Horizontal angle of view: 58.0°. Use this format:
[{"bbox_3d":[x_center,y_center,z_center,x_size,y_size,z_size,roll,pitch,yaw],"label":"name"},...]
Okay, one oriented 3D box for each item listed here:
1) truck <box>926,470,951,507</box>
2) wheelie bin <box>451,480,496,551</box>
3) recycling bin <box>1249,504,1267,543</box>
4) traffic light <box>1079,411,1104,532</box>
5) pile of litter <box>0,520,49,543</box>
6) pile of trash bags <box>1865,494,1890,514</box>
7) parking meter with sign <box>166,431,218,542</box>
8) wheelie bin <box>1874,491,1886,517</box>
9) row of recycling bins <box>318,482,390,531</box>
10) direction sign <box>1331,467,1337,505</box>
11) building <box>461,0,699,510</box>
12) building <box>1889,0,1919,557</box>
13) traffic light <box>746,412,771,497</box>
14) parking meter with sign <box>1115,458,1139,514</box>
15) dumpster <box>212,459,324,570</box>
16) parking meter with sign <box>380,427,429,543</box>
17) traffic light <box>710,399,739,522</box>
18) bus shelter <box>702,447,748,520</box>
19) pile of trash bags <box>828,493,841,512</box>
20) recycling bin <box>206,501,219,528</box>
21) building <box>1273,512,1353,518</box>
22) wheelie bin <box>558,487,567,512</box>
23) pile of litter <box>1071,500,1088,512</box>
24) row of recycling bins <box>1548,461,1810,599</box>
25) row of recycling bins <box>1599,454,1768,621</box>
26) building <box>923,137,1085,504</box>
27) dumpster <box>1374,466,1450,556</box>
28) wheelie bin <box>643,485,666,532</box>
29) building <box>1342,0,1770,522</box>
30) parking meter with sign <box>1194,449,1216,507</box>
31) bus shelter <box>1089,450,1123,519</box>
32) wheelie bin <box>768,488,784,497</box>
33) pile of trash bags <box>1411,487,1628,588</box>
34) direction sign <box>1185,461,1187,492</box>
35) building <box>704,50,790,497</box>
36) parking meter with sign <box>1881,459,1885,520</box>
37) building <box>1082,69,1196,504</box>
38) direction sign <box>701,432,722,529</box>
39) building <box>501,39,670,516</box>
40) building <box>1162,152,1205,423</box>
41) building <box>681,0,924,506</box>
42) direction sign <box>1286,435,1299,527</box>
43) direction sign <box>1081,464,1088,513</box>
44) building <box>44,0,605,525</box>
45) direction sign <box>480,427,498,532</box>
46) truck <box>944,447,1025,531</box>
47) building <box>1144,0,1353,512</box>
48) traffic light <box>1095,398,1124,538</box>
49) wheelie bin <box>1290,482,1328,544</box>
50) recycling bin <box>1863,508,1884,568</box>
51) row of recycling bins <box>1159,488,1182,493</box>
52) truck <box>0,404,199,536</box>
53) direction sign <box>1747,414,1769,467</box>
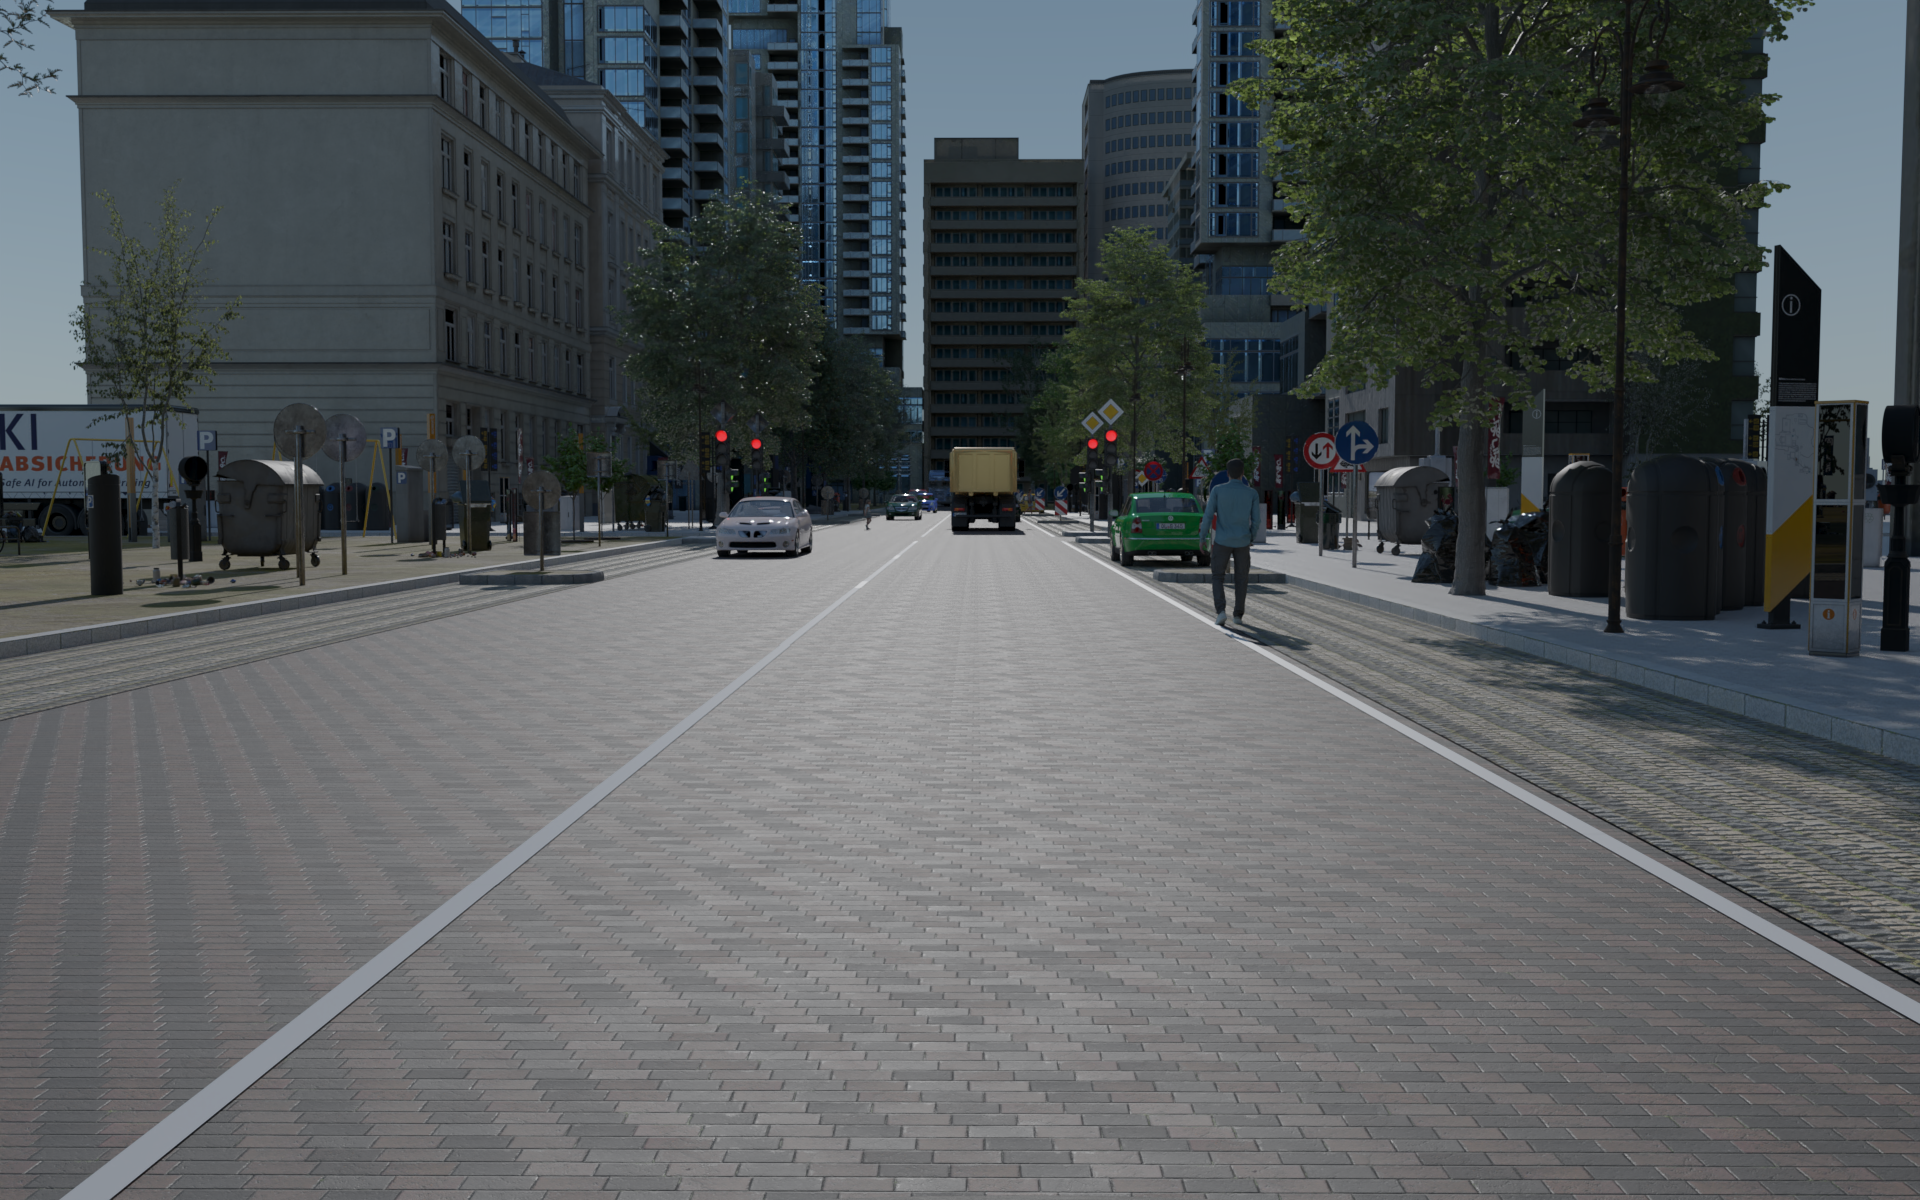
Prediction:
[{"bbox_3d":[-2.395,-12.917,200.949,2.967,4.110,18.799,0,4,-1],"label":"truck"},{"bbox_3d":[-11.076,-1.925,39.384,0.980,1.594,0.693,-2,4,-29],"label":"wheelie bin"},{"bbox_3d":[7.657,-2.021,45.593,0.722,1.027,0.722,0,4,1],"label":"recycling bin"},{"bbox_3d":[4.480,-4.283,58.940,0.839,4.253,0.868,0,4,1],"label":"traffic light"},{"bbox_3d":[-25.034,-1.941,45.696,1.719,0.858,1.176,-1,4,-22],"label":"pile of litter"},{"bbox_3d":[36.890,-3.747,71.009,3.447,1.369,1.912,-2,4,-24],"label":"pile of trash bags"},{"bbox_3d":[-20.748,-3.088,46.743,0.543,3.016,1.738,0,4,8],"label":"parking meter with sign"},{"bbox_3d":[52.472,-5.561,98.824,0.693,1.594,0.980,1,4,18],"label":"wheelie bin"},{"bbox_3d":[-21.815,-3.328,61.520,3.534,1.692,1.069,1,4,18],"label":"row of recycling bins"},{"bbox_3d":[16.101,-5.050,74.568,0.379,3.537,0.876,0,4,-4],"label":"direction sign"},{"bbox_3d":[-30.778,-51.133,148.697,22.319,86.520,31.000,0,4,1],"label":"building"},{"bbox_3d":[29.975,-24.493,24.159,21.300,48.544,21.600,0,4,1],"label":"building"},{"bbox_3d":[-6.880,-4.288,59.031,0.839,4.253,0.868,0,4,1],"label":"traffic light"},{"bbox_3d":[8.206,-5.316,83.177,0.543,3.016,1.738,-2,4,-33],"label":"parking meter with sign"},{"bbox_3d":[-11.893,-1.472,29.827,1.264,1.857,1.865,0,4,1],"label":"dumpster"},{"bbox_3d":[-14.629,-3.049,46.114,0.543,3.016,1.738,1,4,19],"label":"parking meter with sign"},{"bbox_3d":[-6.956,-3.800,51.046,0.839,4.253,0.868,0,4,1],"label":"traffic light"},{"bbox_3d":[-11.808,-5.887,87.529,1.731,3.624,6.357,0,4,1],"label":"bus shelter"},{"bbox_3d":[-9.431,-7.023,124.574,1.912,1.369,3.447,1,4,18],"label":"pile of trash bags"},{"bbox_3d":[-28.200,-3.247,65.636,0.722,1.027,0.722,0,4,4],"label":"recycling bin"},{"bbox_3d":[29.986,-48.428,104.461,22.319,86.520,31.000,0,4,1],"label":"building"},{"bbox_3d":[-17.270,-4.091,74.791,0.693,1.594,0.980,-3,4,-39],"label":"wheelie bin"},{"bbox_3d":[8.343,-6.645,122.618,1.719,0.858,1.176,0,4,3],"label":"pile of litter"},{"bbox_3d":[9.207,-0.885,21.581,3.534,1.692,1.069,0,4,8],"label":"row of recycling bins"},{"bbox_3d":[8.062,-0.725,18.964,1.069,1.692,3.534,2,4,35],"label":"row of recycling bins"},{"bbox_3d":[5.835,-37.590,238.290,21.600,48.544,21.300,0,4,1],"label":"building"},{"bbox_3d":[9.565,-1.886,36.592,1.264,1.857,1.865,0,4,1],"label":"dumpster"},{"bbox_3d":[-10.288,-3.101,58.615,0.693,1.594,0.980,1,4,12],"label":"wheelie bin"},{"bbox_3d":[24.915,-18.564,75.217,14.107,30.474,14.160,0,4,1],"label":"building"},{"bbox_3d":[9.279,-4.300,66.572,0.543,3.016,1.738,2,4,26],"label":"parking meter with sign"},{"bbox_3d":[7.401,-6.026,89.802,1.731,3.624,6.357,0,4,1],"label":"bus shelter"},{"bbox_3d":[-9.687,-5.075,90.878,0.980,1.594,0.693,-2,4,-27],"label":"wheelie bin"},{"bbox_3d":[8.101,-0.908,24.591,1.912,1.369,3.447,-3,4,-39],"label":"pile of trash bags"},{"bbox_3d":[14.177,-7.145,108.815,0.379,3.537,0.876,1,4,14],"label":"direction sign"},{"bbox_3d":[-34.105,-34.741,187.628,30.456,49.044,23.786,0,4,1],"label":"building"},{"bbox_3d":[46.394,-5.457,85.481,1.738,3.016,0.543,-1,4,-12],"label":"parking meter with sign"},{"bbox_3d":[31.247,-42.561,237.873,28.212,58.520,21.231,0,4,1],"label":"building"},{"bbox_3d":[-9.032,-4.363,63.328,0.876,3.537,0.379,-1,4,-15],"label":"direction sign"},{"bbox_3d":[-26.702,-19.816,109.899,13.634,28.700,20.117,0,4,1],"label":"building"},{"bbox_3d":[35.266,-30.258,186.604,32.217,40.220,23.993,0,4,1],"label":"building"},{"bbox_3d":[-20.457,-56.599,238.072,31.000,86.520,22.319,0,4,1],"label":"building"},{"bbox_3d":[12.870,-4.596,67.149,0.379,3.537,0.876,-1,4,-21],"label":"direction sign"},{"bbox_3d":[8.780,-7.816,119.781,0.876,3.537,0.379,2,4,32],"label":"direction sign"},{"bbox_3d":[-28.584,-15.399,85.050,16.112,22.955,30.059,0,4,1],"label":"building"},{"bbox_3d":[-16.121,-4.118,59.328,0.379,3.537,0.876,1,4,22],"label":"direction sign"},{"bbox_3d":[0.980,-4.576,70.747,3.469,3.379,9.791,0,4,1],"label":"truck"},{"bbox_3d":[29.641,-51.667,157.419,22.319,86.520,31.000,0,4,1],"label":"building"},{"bbox_3d":[4.405,-3.794,50.955,0.839,4.253,0.868,0,4,1],"label":"traffic light"},{"bbox_3d":[9.051,-2.273,45.076,0.980,1.594,0.693,0,4,-4],"label":"wheelie bin"},{"bbox_3d":[15.883,-1.104,30.611,0.722,1.027,0.722,2,4,31],"label":"recycling bin"},{"bbox_3d":[14.990,-7.333,127.007,3.534,1.692,1.069,2,4,25],"label":"row of recycling bins"},{"bbox_3d":[-30.345,-4.053,55.178,11.283,4.237,2.839,0,4,-1],"label":"truck"},{"bbox_3d":[22.844,-3.507,49.330,0.876,3.537,0.379,0,4,4],"label":"direction sign"}]
